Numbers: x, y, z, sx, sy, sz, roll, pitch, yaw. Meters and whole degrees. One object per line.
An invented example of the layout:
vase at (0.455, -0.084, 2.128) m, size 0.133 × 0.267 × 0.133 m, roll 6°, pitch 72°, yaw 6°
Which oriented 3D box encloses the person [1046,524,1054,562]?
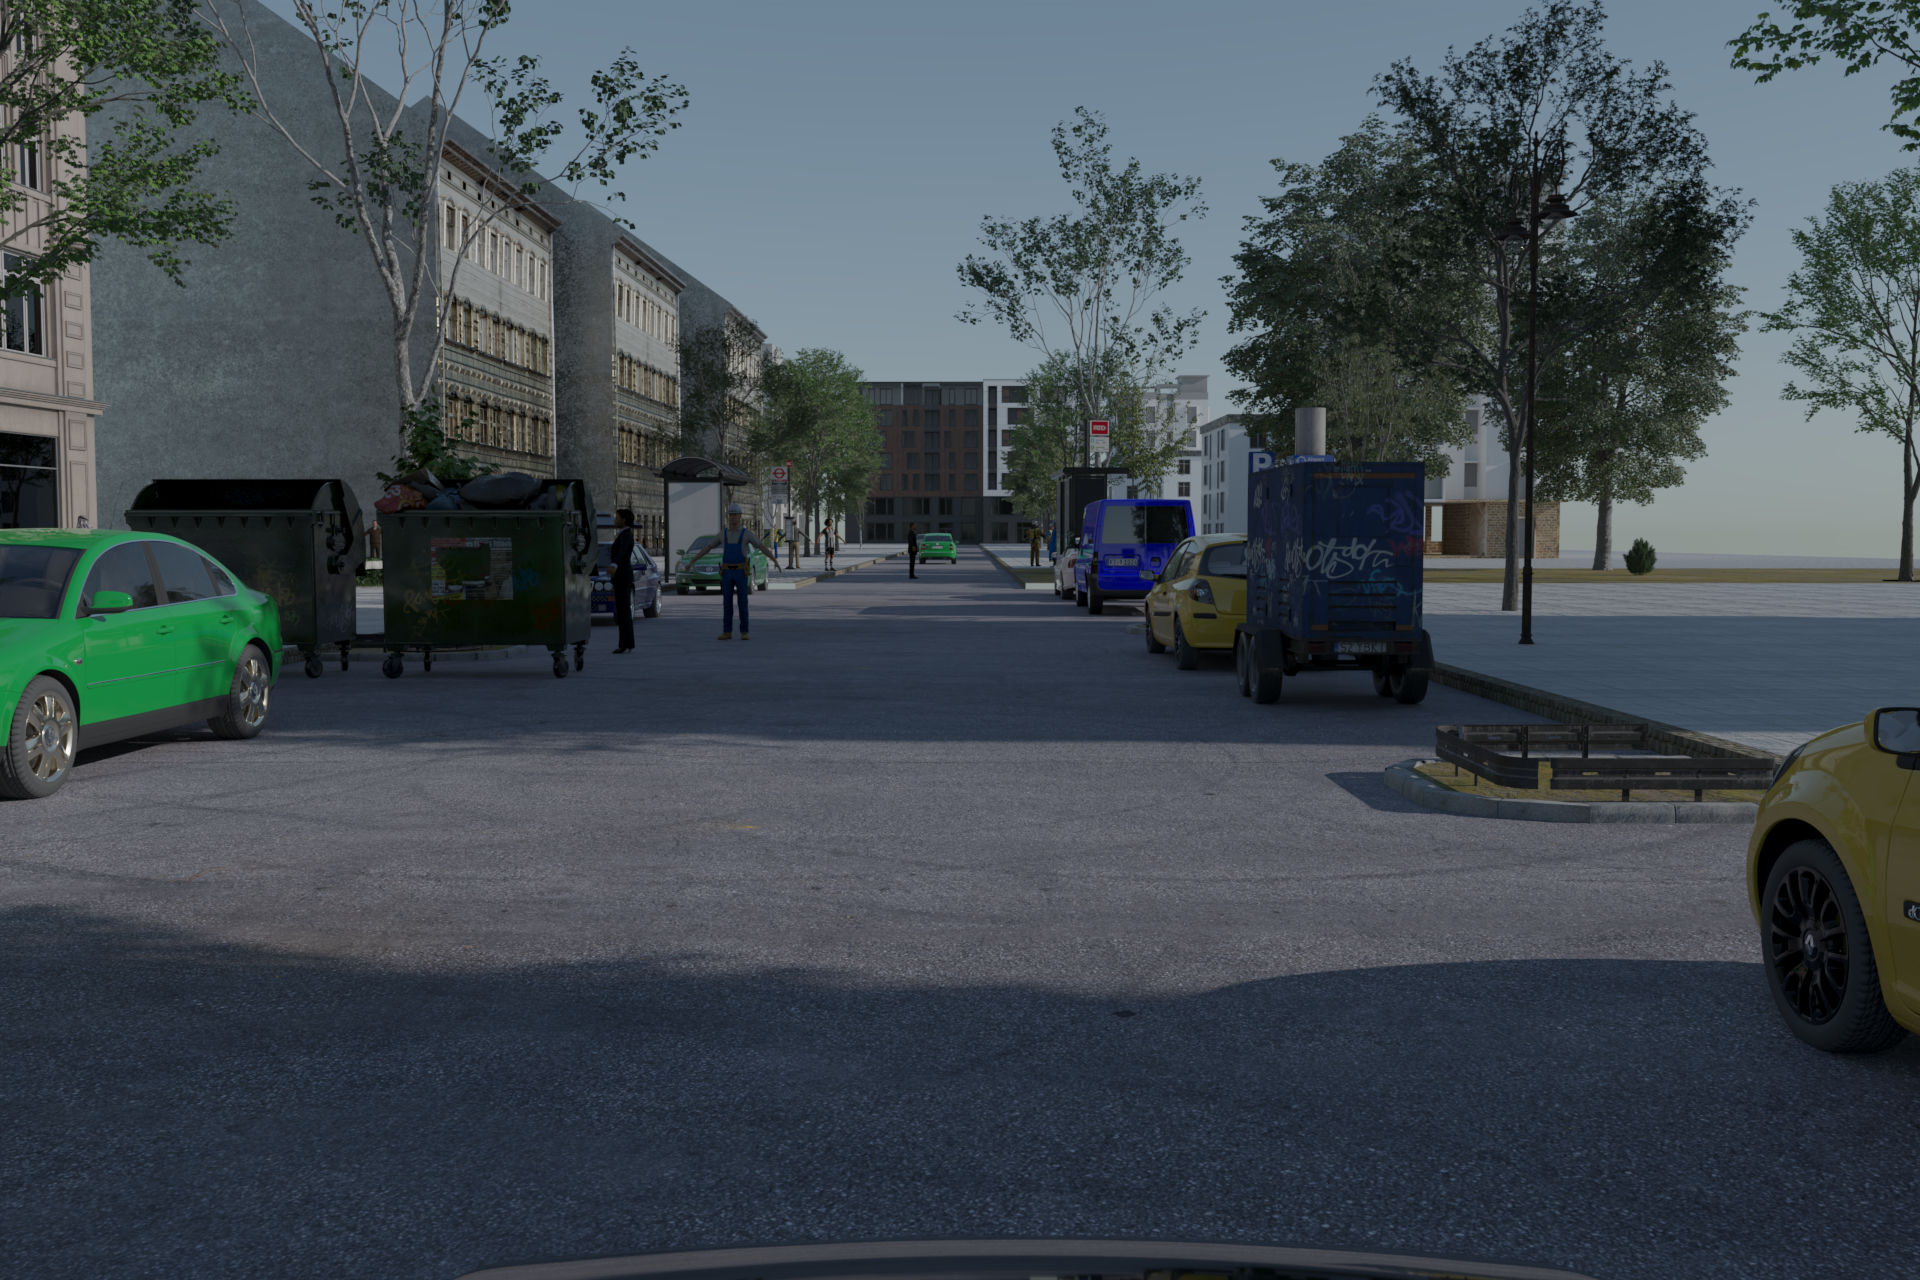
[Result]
person at (4.323, -4.500, 80.031) m, size 0.721 × 1.772 × 1.216 m, roll 3°, pitch 5°, yaw 40°

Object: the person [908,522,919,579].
person at (-1.491, -2.861, 55.455) m, size 0.704 × 1.802 × 1.346 m, roll 0°, pitch 4°, yaw 3°

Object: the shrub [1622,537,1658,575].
shrub at (21.152, -2.615, 53.870) m, size 1.383 × 1.207 × 1.383 m, roll 0°, pitch 3°, yaw 0°

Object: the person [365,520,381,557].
person at (-22.241, -3.652, 65.846) m, size 1.346 × 1.812 × 0.704 m, roll -1°, pitch 4°, yaw -21°

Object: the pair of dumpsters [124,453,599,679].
pair of dumpsters at (-5.999, -0.771, 17.563) m, size 4.436 × 2.255 × 1.574 m, roll 0°, pitch 4°, yaw 1°

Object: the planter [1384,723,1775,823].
planter at (3.426, 0.708, 9.557) m, size 1.991 × 0.319 × 1.994 m, roll 0°, pitch 4°, yaw 0°

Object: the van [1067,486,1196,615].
van at (3.222, -1.720, 32.501) m, size 2.240 × 2.365 × 5.245 m, roll 0°, pitch 3°, yaw 0°

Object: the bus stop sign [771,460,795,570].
bus stop sign at (-6.397, -4.528, 62.740) m, size 0.855 × 3.939 × 0.416 m, roll 0°, pitch 4°, yaw 1°

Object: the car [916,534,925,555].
car at (-2.338, -6.628, 120.168) m, size 2.131 × 1.459 × 4.920 m, roll 0°, pitch 4°, yaw 0°

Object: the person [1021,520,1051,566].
person at (2.988, -3.849, 68.695) m, size 1.354 × 1.858 × 0.705 m, roll 2°, pitch 4°, yaw 32°

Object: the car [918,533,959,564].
car at (-1.053, -4.584, 83.744) m, size 1.959 × 1.807 × 4.718 m, roll 0°, pitch 4°, yaw 0°

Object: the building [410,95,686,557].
building at (-26.485, -16.234, 96.355) m, size 19.493 × 23.208 × 18.063 m, roll 0°, pitch 4°, yaw 1°

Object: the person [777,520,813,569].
person at (-6.122, -3.535, 64.073) m, size 1.348 × 1.796 × 0.705 m, roll 0°, pitch 4°, yaw 4°

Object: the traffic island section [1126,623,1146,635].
traffic island section at (3.448, -0.149, 25.300) m, size 1.991 × 0.108 × 1.994 m, roll 0°, pitch 4°, yaw 0°

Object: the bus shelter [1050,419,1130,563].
bus shelter at (4.219, -4.939, 58.386) m, size 2.179 × 5.291 × 8.768 m, roll 0°, pitch 4°, yaw -1°

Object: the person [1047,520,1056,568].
person at (3.610, -3.674, 66.192) m, size 0.704 × 1.817 × 1.347 m, roll -1°, pitch 4°, yaw -14°

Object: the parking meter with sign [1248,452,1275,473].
parking meter with sign at (6.376, -2.423, 35.872) m, size 0.543 × 3.016 × 1.738 m, roll 0°, pitch 3°, yaw 0°

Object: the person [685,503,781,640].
person at (-3.059, -0.930, 23.513) m, size 1.347 × 1.847 × 0.705 m, roll 1°, pitch 4°, yaw 9°

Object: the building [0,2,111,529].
building at (-28.894, -13.715, 36.255) m, size 10.469 × 25.551 × 25.511 m, roll 0°, pitch 4°, yaw 1°

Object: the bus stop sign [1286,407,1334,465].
bus stop sign at (7.336, -2.895, 36.349) m, size 0.837 × 3.901 × 0.837 m, roll 0°, pitch 3°, yaw 0°

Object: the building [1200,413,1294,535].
building at (23.220, -10.955, 121.258) m, size 9.099 × 9.664 × 28.070 m, roll 0°, pitch 3°, yaw 0°

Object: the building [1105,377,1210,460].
building at (23.417, -22.107, 217.863) m, size 16.016 × 20.090 × 11.380 m, roll 0°, pitch 4°, yaw 1°

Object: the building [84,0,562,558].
building at (-29.057, -14.934, 75.096) m, size 19.493 × 23.208 × 18.063 m, roll 0°, pitch 4°, yaw 0°

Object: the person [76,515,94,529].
person at (-21.466, -2.184, 42.418) m, size 0.621 × 1.740 × 0.551 m, roll 0°, pitch 4°, yaw -3°

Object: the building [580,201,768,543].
building at (-24.560, -17.898, 123.561) m, size 19.493 × 23.208 × 18.063 m, roll 0°, pitch 4°, yaw 1°

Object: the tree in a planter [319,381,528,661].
tree in a planter at (-6.221, -1.416, 20.378) m, size 1.991 × 3.239 × 1.994 m, roll 0°, pitch 4°, yaw 1°

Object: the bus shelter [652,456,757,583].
bus shelter at (-6.940, -3.289, 47.702) m, size 2.014 × 3.302 × 5.546 m, roll 0°, pitch 4°, yaw 1°

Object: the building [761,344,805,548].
building at (-25.678, -18.974, 176.683) m, size 16.747 × 18.905 × 31.486 m, roll 0°, pitch 4°, yaw 0°

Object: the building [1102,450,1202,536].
building at (21.017, -15.006, 187.493) m, size 9.099 × 9.664 × 28.070 m, roll 0°, pitch 4°, yaw 0°

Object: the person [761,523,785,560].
person at (-9.119, -4.817, 84.727) m, size 1.349 × 1.833 × 0.705 m, roll 2°, pitch 4°, yaw 23°

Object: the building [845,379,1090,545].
building at (1.066, -24.111, 240.647) m, size 32.646 × 21.610 × 27.936 m, roll 0°, pitch 4°, yaw 1°

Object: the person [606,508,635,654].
person at (-4.131, -0.715, 20.864) m, size 0.721 × 1.740 × 1.216 m, roll 0°, pitch 4°, yaw -6°

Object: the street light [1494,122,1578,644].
street light at (6.606, -2.889, 20.029) m, size 0.468 × 5.910 × 1.993 m, roll 0°, pitch 3°, yaw 0°

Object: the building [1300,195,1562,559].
building at (25.565, -15.097, 103.250) m, size 16.016 × 20.090 × 11.380 m, roll 0°, pitch 4°, yaw 0°

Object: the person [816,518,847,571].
person at (-4.506, -3.292, 59.972) m, size 1.345 × 1.843 × 0.704 m, roll -3°, pitch 5°, yaw -45°
